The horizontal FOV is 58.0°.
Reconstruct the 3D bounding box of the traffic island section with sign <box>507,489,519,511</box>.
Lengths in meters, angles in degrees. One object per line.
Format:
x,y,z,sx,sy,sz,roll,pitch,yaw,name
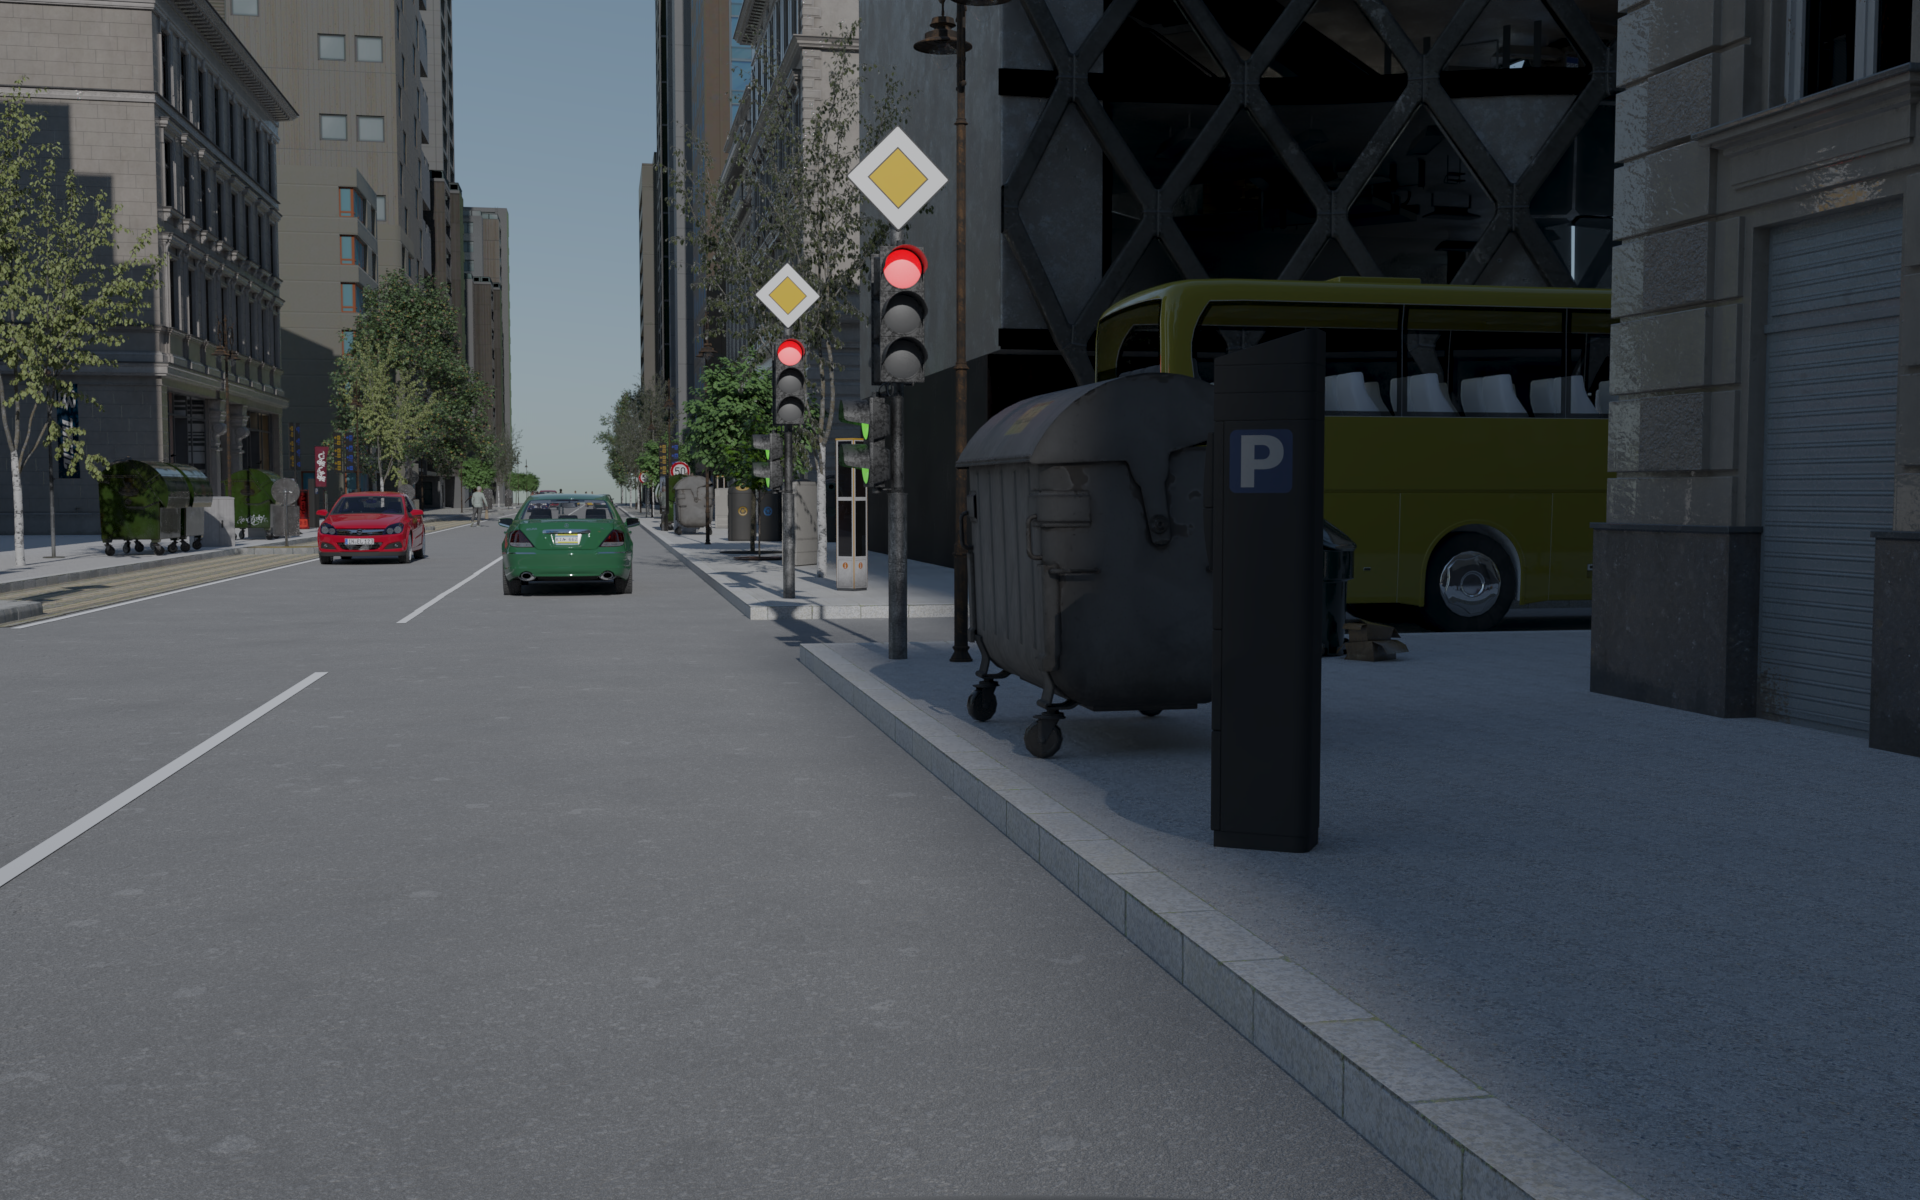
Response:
-37.371,-8.259,143.669,1.989,1.847,2.006,-1,4,-12,traffic island section with sign

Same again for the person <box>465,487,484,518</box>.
-28.568,-5.723,102.077,0.705,1.824,1.348,3,4,38,person

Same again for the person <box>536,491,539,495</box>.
-29.750,-6.863,122.185,0.415,1.643,0.593,0,4,-3,person

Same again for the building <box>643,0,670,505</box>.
-30.229,-47.896,221.356,20.563,71.187,20.611,-1,4,-12,building

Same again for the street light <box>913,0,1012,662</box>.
0.008,-2.466,13.107,0.468,5.910,1.993,-1,4,-12,street light

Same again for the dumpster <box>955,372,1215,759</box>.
0.765,-0.206,9.131,1.264,1.857,1.865,-1,4,-12,dumpster

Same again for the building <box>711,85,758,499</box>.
-4.800,-14.892,85.289,13.314,21.916,24.055,-1,4,-12,building

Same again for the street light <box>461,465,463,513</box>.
-34.298,-8.948,119.081,0.468,5.910,1.993,-1,4,-12,street light

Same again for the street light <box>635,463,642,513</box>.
-22.027,-8.964,119.350,0.468,5.910,1.993,-1,4,-12,street light

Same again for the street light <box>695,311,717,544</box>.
-6.427,-4.353,43.960,0.468,5.910,1.993,-1,4,-12,street light

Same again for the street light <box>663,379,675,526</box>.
-11.657,-5.916,69.522,0.468,5.910,1.993,-1,4,-12,street light

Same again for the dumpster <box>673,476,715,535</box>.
-8.402,-2.997,54.767,1.264,1.857,1.865,-1,4,-12,dumpster

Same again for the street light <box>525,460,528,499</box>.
-56.874,-15.563,227.242,0.468,5.910,1.993,-1,4,-12,street light

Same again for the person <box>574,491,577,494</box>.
-43.893,-11.561,197.533,1.348,1.823,0.705,3,5,39,person

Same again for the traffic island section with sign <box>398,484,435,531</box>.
-21.753,-3.642,68.180,1.989,1.847,2.006,-1,4,-12,traffic island section with sign

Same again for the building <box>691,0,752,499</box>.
-9.523,-28.074,109.117,14.600,45.320,14.200,-1,4,-12,building

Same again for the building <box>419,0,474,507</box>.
-62.074,-45.557,183.100,20.563,71.187,20.611,-1,4,-12,building

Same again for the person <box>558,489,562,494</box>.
-27.848,-6.875,120.922,1.348,1.822,0.705,0,4,-1,person

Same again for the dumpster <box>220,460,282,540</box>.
-19.835,-2.827,48.709,1.502,2.255,1.985,-1,4,-12,dumpster

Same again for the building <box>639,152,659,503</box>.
-33.786,-37.867,242.824,21.300,48.544,21.600,-1,4,-12,building

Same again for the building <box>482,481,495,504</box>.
-72.495,-31.386,205.047,32.217,40.220,23.993,-1,4,-12,building

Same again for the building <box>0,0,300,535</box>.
-29.644,-12.453,54.517,10.553,20.767,40.483,-1,4,-12,building

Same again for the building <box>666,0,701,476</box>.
-11.429,-35.997,130.556,21.231,58.520,28.212,-1,4,-12,building

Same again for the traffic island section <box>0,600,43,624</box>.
-11.621,0.179,19.355,2.009,0.180,2.903,-1,4,-12,traffic island section

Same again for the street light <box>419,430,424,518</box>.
-29.224,-7.414,94.014,0.468,5.910,1.993,-1,4,-12,street light

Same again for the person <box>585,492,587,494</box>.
-43.023,-11.647,199.723,1.217,1.735,0.721,3,5,43,person

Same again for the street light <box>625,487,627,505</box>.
-32.226,-12.011,169.166,0.468,5.910,1.993,-1,4,-12,street light

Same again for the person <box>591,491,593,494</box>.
-50.766,-14.088,238.937,0.705,1.812,1.348,-1,4,-11,person

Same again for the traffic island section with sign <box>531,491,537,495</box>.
-48.576,-11.567,197.741,1.989,1.847,2.006,-1,4,-12,traffic island section with sign

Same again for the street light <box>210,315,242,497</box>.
-18.942,-4.406,44.829,0.468,5.910,1.993,-1,4,-12,street light

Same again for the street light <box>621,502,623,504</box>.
-38.548,-13.881,199.735,0.468,5.910,1.993,-1,4,-12,street light

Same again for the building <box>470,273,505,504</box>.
-67.185,-27.777,225.856,14.160,30.474,14.107,-1,4,-12,building

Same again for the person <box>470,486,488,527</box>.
-20.951,-4.074,75.591,0.782,1.767,0.515,0,4,5,person

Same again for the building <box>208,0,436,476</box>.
-54.709,-33.061,129.778,28.713,52.752,27.495,-1,4,-12,building

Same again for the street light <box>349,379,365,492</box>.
-24.215,-5.924,69.650,0.468,5.910,1.993,-1,4,-12,street light

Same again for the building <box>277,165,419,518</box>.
-48.355,-15.796,103.303,27.650,21.520,28.899,-1,4,-12,building

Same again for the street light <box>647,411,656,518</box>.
-16.836,-7.446,94.538,0.468,5.910,1.993,-1,4,-12,street light

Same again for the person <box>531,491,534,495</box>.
-46.022,-10.859,186.732,0.721,1.739,1.217,3,5,44,person

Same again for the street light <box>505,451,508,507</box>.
-46.230,-12.450,176.340,0.468,5.910,1.993,-1,4,-12,street light

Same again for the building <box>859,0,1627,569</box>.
7.567,-10.141,33.255,16.811,18.784,16.820,-1,4,-12,building

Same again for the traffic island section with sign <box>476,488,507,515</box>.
-31.911,-6.645,117.271,1.989,1.847,2.006,-1,4,-12,traffic island section with sign

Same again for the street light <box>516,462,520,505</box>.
-51.391,-13.985,201.442,0.468,5.910,1.993,-1,4,-12,street light

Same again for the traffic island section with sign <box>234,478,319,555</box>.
-16.282,-2.028,41.784,1.989,1.847,2.006,-1,4,-12,traffic island section with sign

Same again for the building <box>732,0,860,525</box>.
-1.968,-14.344,63.403,11.050,23.489,19.941,-1,4,-12,building

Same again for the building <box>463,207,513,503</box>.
-69.651,-33.993,239.386,14.154,41.232,14.086,-1,4,-12,building

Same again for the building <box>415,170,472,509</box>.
-51.345,-23.299,152.647,14.160,30.474,14.107,-1,4,-12,building
